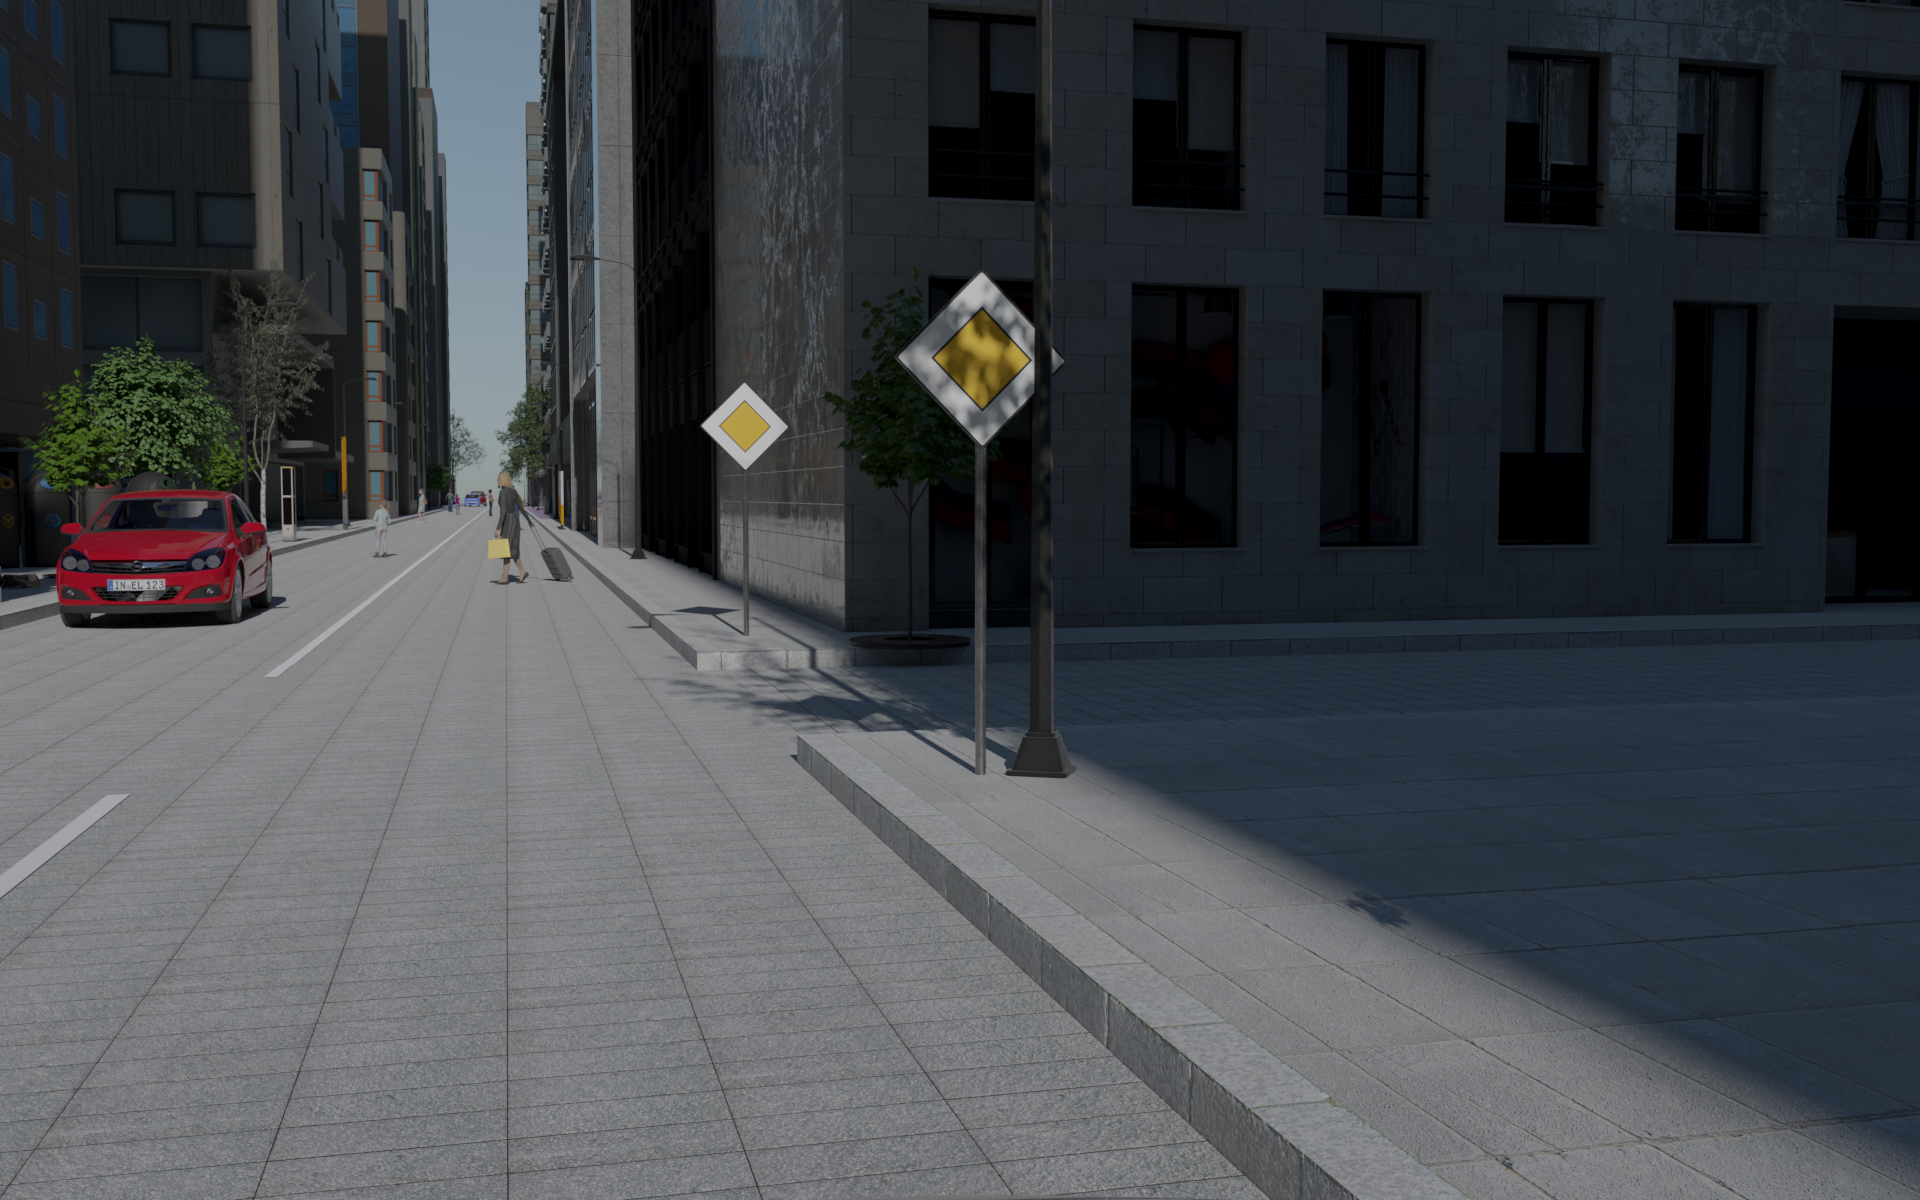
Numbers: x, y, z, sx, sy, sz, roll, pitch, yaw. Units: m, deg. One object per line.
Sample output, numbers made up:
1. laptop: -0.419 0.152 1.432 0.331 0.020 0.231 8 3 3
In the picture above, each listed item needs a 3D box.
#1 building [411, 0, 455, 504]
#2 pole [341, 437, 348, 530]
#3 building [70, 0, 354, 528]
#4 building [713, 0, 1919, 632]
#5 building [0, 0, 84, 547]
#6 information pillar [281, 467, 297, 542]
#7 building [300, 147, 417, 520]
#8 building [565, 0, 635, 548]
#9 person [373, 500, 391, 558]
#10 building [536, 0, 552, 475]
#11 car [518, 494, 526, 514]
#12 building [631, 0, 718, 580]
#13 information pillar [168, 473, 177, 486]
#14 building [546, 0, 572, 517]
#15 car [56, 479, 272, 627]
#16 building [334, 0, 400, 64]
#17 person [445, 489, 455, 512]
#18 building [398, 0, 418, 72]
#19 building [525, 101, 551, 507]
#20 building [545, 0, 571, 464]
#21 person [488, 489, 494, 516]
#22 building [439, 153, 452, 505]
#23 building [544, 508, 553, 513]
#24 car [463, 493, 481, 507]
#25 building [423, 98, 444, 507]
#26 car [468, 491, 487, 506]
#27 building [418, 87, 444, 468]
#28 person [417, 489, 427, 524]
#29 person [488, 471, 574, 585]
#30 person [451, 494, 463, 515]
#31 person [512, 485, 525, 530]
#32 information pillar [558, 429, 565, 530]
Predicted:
1. building: -74.084 -47.520 215.210 20.563 71.187 20.611 -1 4 -15
2. pole: -21.958 -4.158 61.822 0.158 3.312 0.155 0 3 0
3. building: -38.587 -29.113 65.241 28.713 52.752 27.495 -1 4 -15
4. building: 5.755 -10.265 22.582 16.860 20.320 10.420 -1 4 -15
5. building: -29.117 -23.735 38.178 14.600 45.320 14.200 -1 4 -15
6. information pillar: -18.021 -2.569 46.493 0.304 2.012 0.304 0 4 -7
7. building: -45.950 -15.439 97.463 27.650 21.520 28.899 -1 4 -15
8. building: -5.124 -14.261 51.190 12.078 24.808 19.932 -1 4 -15
9. person: -13.033 -1.601 38.955 0.394 1.301 0.425 2 4 25
10. building: -24.595 -32.420 149.670 23.786 49.044 30.456 -1 4 -15
11. car: -32.984 -7.170 127.460 2.015 1.641 3.980 -1 4 -13
12. building: 0.299 -12.509 34.199 12.332 23.373 15.834 -1 4 -15
13. information pillar: -25.422 -3.138 55.793 0.304 2.012 0.304 -1 4 -8
14. building: -17.592 -20.344 104.323 14.160 30.474 14.107 -1 4 -15
15. car: -9.176 -0.682 20.187 2.155 1.783 4.494 -1 4 -15
16. building: -45.949 -28.676 118.969 14.600 45.320 14.200 -1 4 -15
17. person: -40.911 -7.983 139.106 1.350 1.814 0.705 2 4 32
18. building: -53.303 -28.334 146.861 14.154 41.232 14.086 -1 4 -15
19. building: -38.981 -30.689 185.352 14.154 41.232 14.086 -1 4 -15
20. building: -10.360 -15.691 75.615 14.314 24.678 30.058 -1 4 -15
21. person: -30.129 -6.255 111.474 0.721 1.736 1.217 0 4 -3
22. building: -66.590 -31.596 200.182 14.154 41.232 14.086 -1 4 -15
23. building: -13.548 -26.474 124.736 32.217 40.220 23.993 -1 4 -15
24. car: -55.494 -11.458 196.931 1.945 1.707 3.694 -1 4 -15
25. building: -59.559 -29.883 172.189 14.154 41.232 14.086 -1 4 -15
26. car: -56.186 -11.807 201.714 2.281 1.827 5.304 -1 4 -14
27. building: -63.178 -32.769 185.887 14.600 45.320 14.200 -1 4 -15
28. person: -26.249 -4.586 84.481 0.522 1.701 0.512 -1 4 -20
29. person: -6.893 -1.163 27.731 1.509 1.804 0.699 -3 5 -42
30. person: -34.191 -6.499 117.977 0.991 1.433 0.599 -3 5 -43
31. person: -17.647 -3.660 68.518 0.721 1.800 0.419 0 4 8
32. information pillar: -14.433 -4.359 62.631 0.183 3.616 0.504 -1 4 -23
